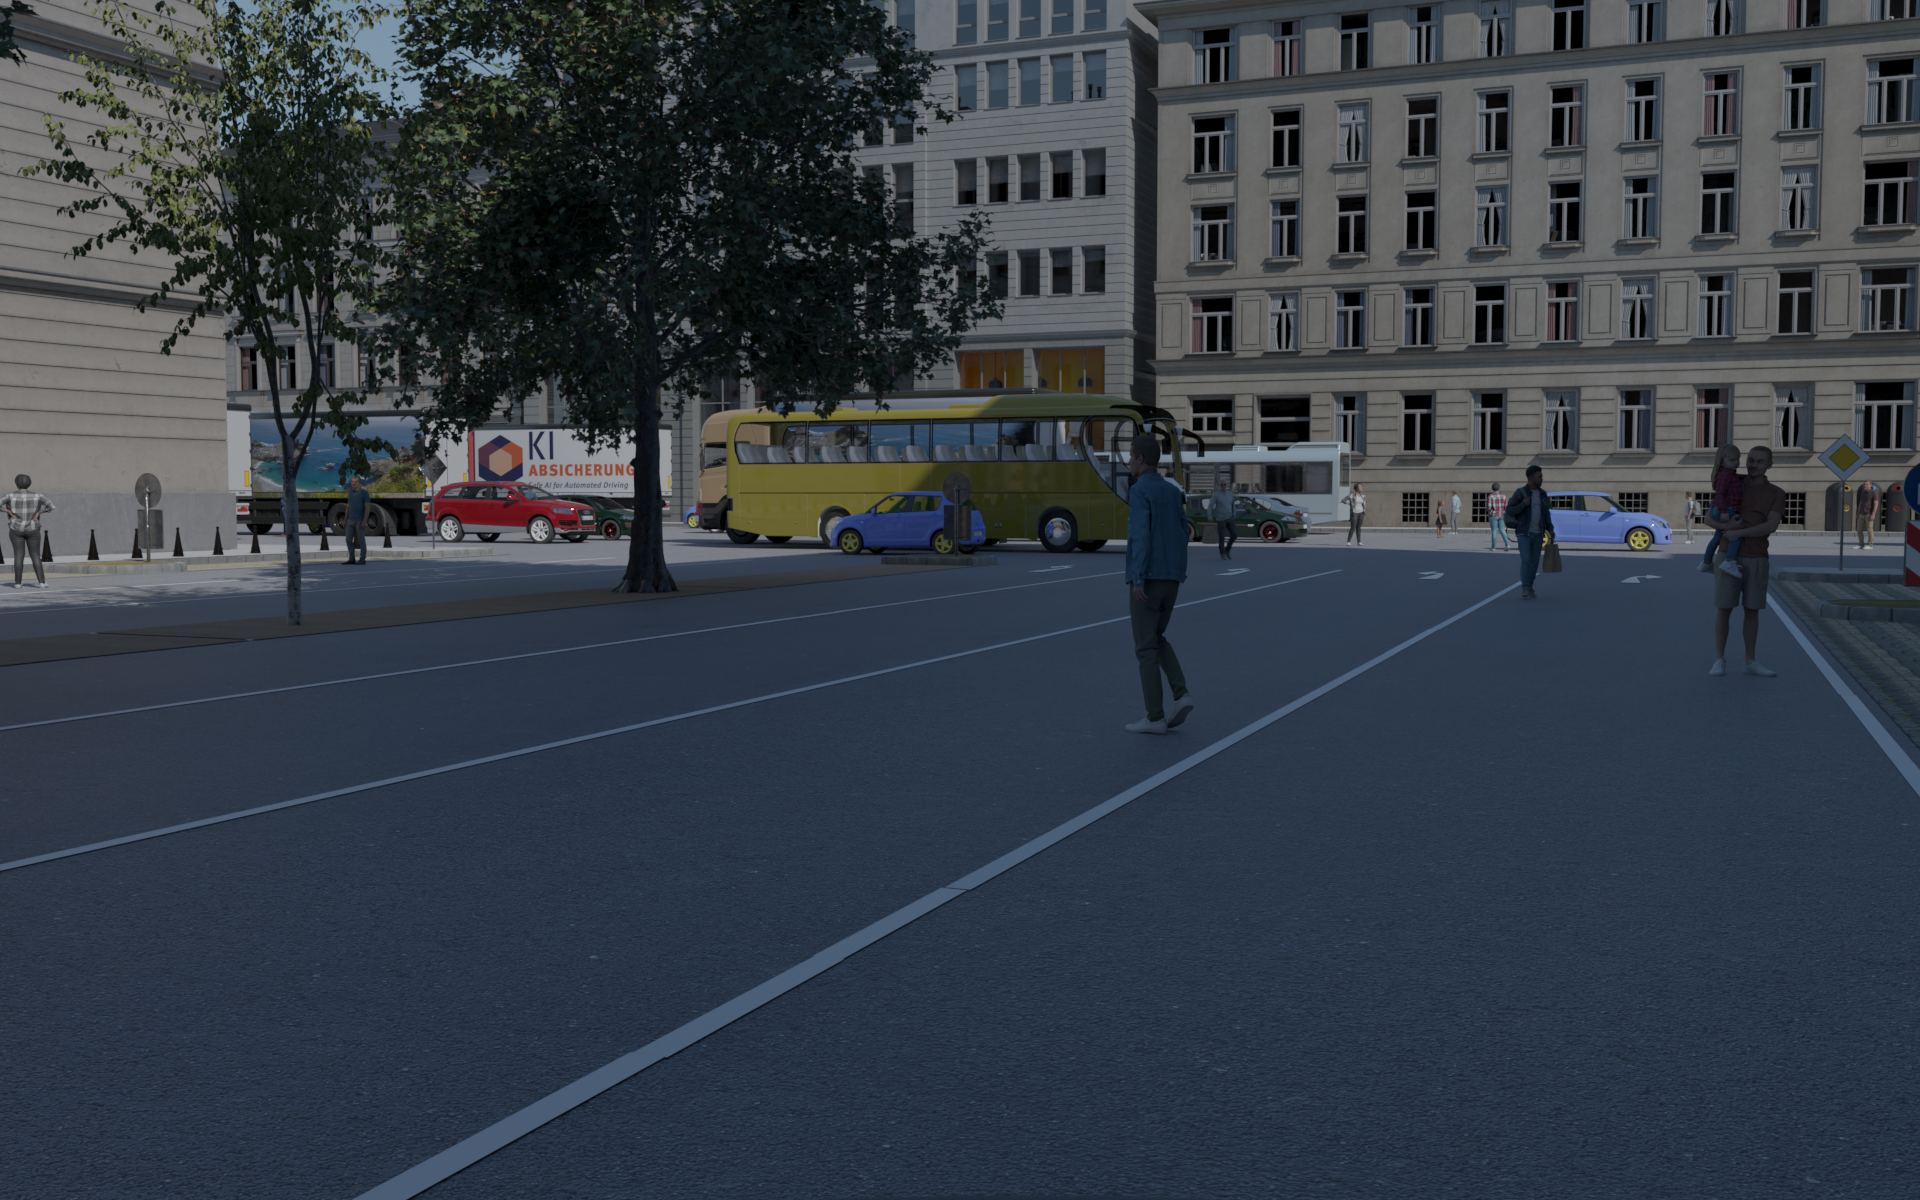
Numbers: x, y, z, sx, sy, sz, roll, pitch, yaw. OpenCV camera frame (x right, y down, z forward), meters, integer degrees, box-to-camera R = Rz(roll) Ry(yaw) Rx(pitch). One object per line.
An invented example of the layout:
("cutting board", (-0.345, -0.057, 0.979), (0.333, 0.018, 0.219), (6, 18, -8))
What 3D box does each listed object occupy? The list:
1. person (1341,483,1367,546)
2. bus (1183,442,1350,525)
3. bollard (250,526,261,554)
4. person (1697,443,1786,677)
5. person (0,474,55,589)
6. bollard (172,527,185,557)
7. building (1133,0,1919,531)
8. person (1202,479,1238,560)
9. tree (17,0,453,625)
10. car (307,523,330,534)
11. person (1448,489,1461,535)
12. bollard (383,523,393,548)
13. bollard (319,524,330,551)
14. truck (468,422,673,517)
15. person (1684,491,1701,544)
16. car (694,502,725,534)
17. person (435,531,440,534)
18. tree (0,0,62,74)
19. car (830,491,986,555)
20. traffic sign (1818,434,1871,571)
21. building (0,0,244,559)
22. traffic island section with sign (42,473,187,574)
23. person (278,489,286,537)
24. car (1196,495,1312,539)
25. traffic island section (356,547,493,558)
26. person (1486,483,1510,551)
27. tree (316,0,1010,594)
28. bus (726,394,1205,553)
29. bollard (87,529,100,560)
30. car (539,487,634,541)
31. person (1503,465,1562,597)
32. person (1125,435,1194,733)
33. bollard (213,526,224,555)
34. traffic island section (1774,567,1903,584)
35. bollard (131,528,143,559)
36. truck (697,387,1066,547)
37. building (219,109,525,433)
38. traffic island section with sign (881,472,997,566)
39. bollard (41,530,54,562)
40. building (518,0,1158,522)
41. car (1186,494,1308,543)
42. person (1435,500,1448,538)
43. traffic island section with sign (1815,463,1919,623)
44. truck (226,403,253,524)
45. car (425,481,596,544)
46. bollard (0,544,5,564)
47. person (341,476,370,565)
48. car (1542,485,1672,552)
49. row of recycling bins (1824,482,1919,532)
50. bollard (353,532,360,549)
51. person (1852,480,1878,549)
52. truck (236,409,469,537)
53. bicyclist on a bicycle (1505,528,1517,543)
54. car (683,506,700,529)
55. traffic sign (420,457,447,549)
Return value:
("person", (10.958, -2.365, 47.897), (0.841, 1.734, 0.376), (-1, 4, -18))
("bus", (7.560, -4.239, 64.173), (13.247, 3.499, 2.948), (1, 4, 21))
("bollard", (-15.213, -1.306, 37.391), (0.229, 0.601, 0.229), (0, 3, 0))
("person", (6.139, -0.318, 13.681), (0.580, 1.828, 0.573), (-2, 4, -26))
("person", (-14.195, -1.044, 26.298), (0.841, 1.734, 0.376), (-2, 4, -25))
("bollard", (-16.018, -1.189, 35.478), (0.229, 0.601, 0.229), (0, 3, 0))
("building", (23.819, -14.532, 70.880), (30.059, 22.955, 16.112), (1, 4, 23))
("person", (5.660, -1.760, 37.755), (0.782, 1.767, 0.515), (-1, 4, -23))
("tree", (-7.291, -4.008, 18.348), (4.737, 8.622, 4.395), (0, 3, 0))
("car", (-21.866, -3.261, 62.901), (3.694, 1.707, 1.945), (1, 4, 22))
("person", (17.502, -3.118, 61.282), (0.589, 1.601, 0.330), (-3, 5, -41))
("bollard", (-13.624, -1.539, 41.211), (0.229, 0.601, 0.229), (0, 3, 0))
("bollard", (-14.423, -1.422, 39.297), (0.229, 0.601, 0.229), (0, 3, 0))
("truck", (-17.209, -5.004, 70.729), (11.283, 4.237, 2.839), (1, 4, 22))
("person", (21.109, -2.386, 50.105), (0.523, 1.515, 0.503), (-1, 4, -12))
("car", (-7.112, -3.321, 62.968), (5.304, 1.827, 2.281), (2, 4, 24))
("person", (-18.791, -3.355, 62.723), (0.474, 1.900, 0.648), (2, 4, 26))
("tree", (-10.727, -5.522, 9.757), (9.611, 12.733, 9.660), (0, 3, 0))
("car", (-1.265, -1.926, 41.079), (3.694, 1.707, 1.945), (1, 4, 21))
("traffic sign", (14.751, -1.548, 28.948), (0.795, 2.450, 0.064), (1, 4, 23))
("building", (-29.357, -15.309, 37.696), (23.554, 28.519, 14.401), (1, 4, 23))
("traffic island section with sign", (-15.426, -1.417, 31.801), (1.989, 1.847, 2.006), (1, 4, 23))
("person", (-22.452, -3.000, 57.736), (0.419, 1.800, 0.721), (-2, 4, -34))
("car", (8.781, -2.605, 54.602), (4.499, 1.417, 2.014), (2, 4, 25))
("traffic island section", (-12.257, -1.101, 40.275), (2.009, 0.180, 2.903), (1, 4, 23))
("person", (13.465, -2.083, 43.390), (0.563, 1.720, 0.643), (-1, 4, -10))
("tree", (-4.524, -6.458, 25.052), (9.611, 12.733, 9.660), (0, 3, 0))
("bus", (-0.093, -3.219, 44.174), (12.252, 3.916, 2.896), (2, 4, 24))
("bollard", (-16.812, -1.073, 33.580), (0.229, 0.601, 0.229), (0, 3, 0))
("car", (-11.567, -2.722, 54.298), (4.222, 1.686, 2.009), (1, 4, 21))
("person", (7.870, -0.932, 23.718), (0.794, 1.824, 0.713), (0, 4, 2))
("person", (1.184, -0.094, 10.386), (0.601, 1.785, 0.444), (-3, 5, -41))
("bollard", (-15.616, -1.248, 36.445), (0.229, 0.601, 0.229), (0, 3, 0))
("traffic island section", (14.776, -0.412, 29.016), (2.009, 0.180, 2.903), (1, 4, 23))
("bollard", (-16.412, -1.131, 34.529), (0.229, 0.601, 0.229), (0, 3, 0))
("truck", (-2.667, -3.667, 48.863), (11.283, 4.237, 2.839), (2, 4, 25))
("building", (-37.576, -14.871, 94.047), (40.483, 20.767, 10.553), (1, 4, 23))
("traffic island section with sign", (-0.298, -1.677, 35.554), (2.006, 1.907, 1.989), (1, 4, 23))
("bollard", (-17.211, -1.015, 32.633), (0.229, 0.601, 0.229), (0, 3, 0))
("building", (-4.850, -18.512, 80.157), (29.804, 29.767, 11.434), (1, 4, 23))
("car", (8.217, -2.555, 51.555), (4.222, 1.686, 2.009), (1, 4, 23))
("person", (15.645, -2.634, 56.235), (0.373, 1.253, 0.362), (3, 5, 43))
("traffic island section with sign", (11.030, -0.695, 19.989), (1.989, 1.847, 2.006), (1, 4, 23))
("truck", (-27.684, -4.051, 55.144), (11.283, 4.237, 2.839), (1, 4, 23))
("car", (-13.223, -2.598, 51.154), (5.304, 1.827, 2.281), (1, 4, 21))
("bollard", (-17.606, -0.957, 31.683), (0.229, 0.601, 0.229), (0, 3, 0))
("person", (-12.261, -1.620, 35.114), (0.598, 1.807, 0.434), (2, 4, 35))
("car", (16.131, -2.107, 44.038), (3.694, 1.707, 1.945), (1, 4, 22))
("row of recycling bins", (31.377, -3.166, 58.883), (3.534, 1.692, 1.069), (2, 4, 24))
("bollard", (-14.022, -1.481, 40.249), (0.229, 0.601, 0.229), (0, 3, 0))
("person", (23.508, -2.223, 44.969), (0.434, 1.807, 0.598), (0, 4, -5))
("truck", (-22.490, -4.370, 60.356), (11.283, 4.237, 2.839), (1, 4, 21))
("bicyclist on a bicycle", (16.906, -2.505, 50.973), (1.625, 1.676, 1.499), (1, 4, 22))
("car", (-9.766, -3.837, 72.332), (3.694, 1.707, 1.945), (2, 4, 23))
("traffic sign", (-12.232, -2.236, 40.203), (0.795, 2.450, 0.064), (1, 4, 23))
